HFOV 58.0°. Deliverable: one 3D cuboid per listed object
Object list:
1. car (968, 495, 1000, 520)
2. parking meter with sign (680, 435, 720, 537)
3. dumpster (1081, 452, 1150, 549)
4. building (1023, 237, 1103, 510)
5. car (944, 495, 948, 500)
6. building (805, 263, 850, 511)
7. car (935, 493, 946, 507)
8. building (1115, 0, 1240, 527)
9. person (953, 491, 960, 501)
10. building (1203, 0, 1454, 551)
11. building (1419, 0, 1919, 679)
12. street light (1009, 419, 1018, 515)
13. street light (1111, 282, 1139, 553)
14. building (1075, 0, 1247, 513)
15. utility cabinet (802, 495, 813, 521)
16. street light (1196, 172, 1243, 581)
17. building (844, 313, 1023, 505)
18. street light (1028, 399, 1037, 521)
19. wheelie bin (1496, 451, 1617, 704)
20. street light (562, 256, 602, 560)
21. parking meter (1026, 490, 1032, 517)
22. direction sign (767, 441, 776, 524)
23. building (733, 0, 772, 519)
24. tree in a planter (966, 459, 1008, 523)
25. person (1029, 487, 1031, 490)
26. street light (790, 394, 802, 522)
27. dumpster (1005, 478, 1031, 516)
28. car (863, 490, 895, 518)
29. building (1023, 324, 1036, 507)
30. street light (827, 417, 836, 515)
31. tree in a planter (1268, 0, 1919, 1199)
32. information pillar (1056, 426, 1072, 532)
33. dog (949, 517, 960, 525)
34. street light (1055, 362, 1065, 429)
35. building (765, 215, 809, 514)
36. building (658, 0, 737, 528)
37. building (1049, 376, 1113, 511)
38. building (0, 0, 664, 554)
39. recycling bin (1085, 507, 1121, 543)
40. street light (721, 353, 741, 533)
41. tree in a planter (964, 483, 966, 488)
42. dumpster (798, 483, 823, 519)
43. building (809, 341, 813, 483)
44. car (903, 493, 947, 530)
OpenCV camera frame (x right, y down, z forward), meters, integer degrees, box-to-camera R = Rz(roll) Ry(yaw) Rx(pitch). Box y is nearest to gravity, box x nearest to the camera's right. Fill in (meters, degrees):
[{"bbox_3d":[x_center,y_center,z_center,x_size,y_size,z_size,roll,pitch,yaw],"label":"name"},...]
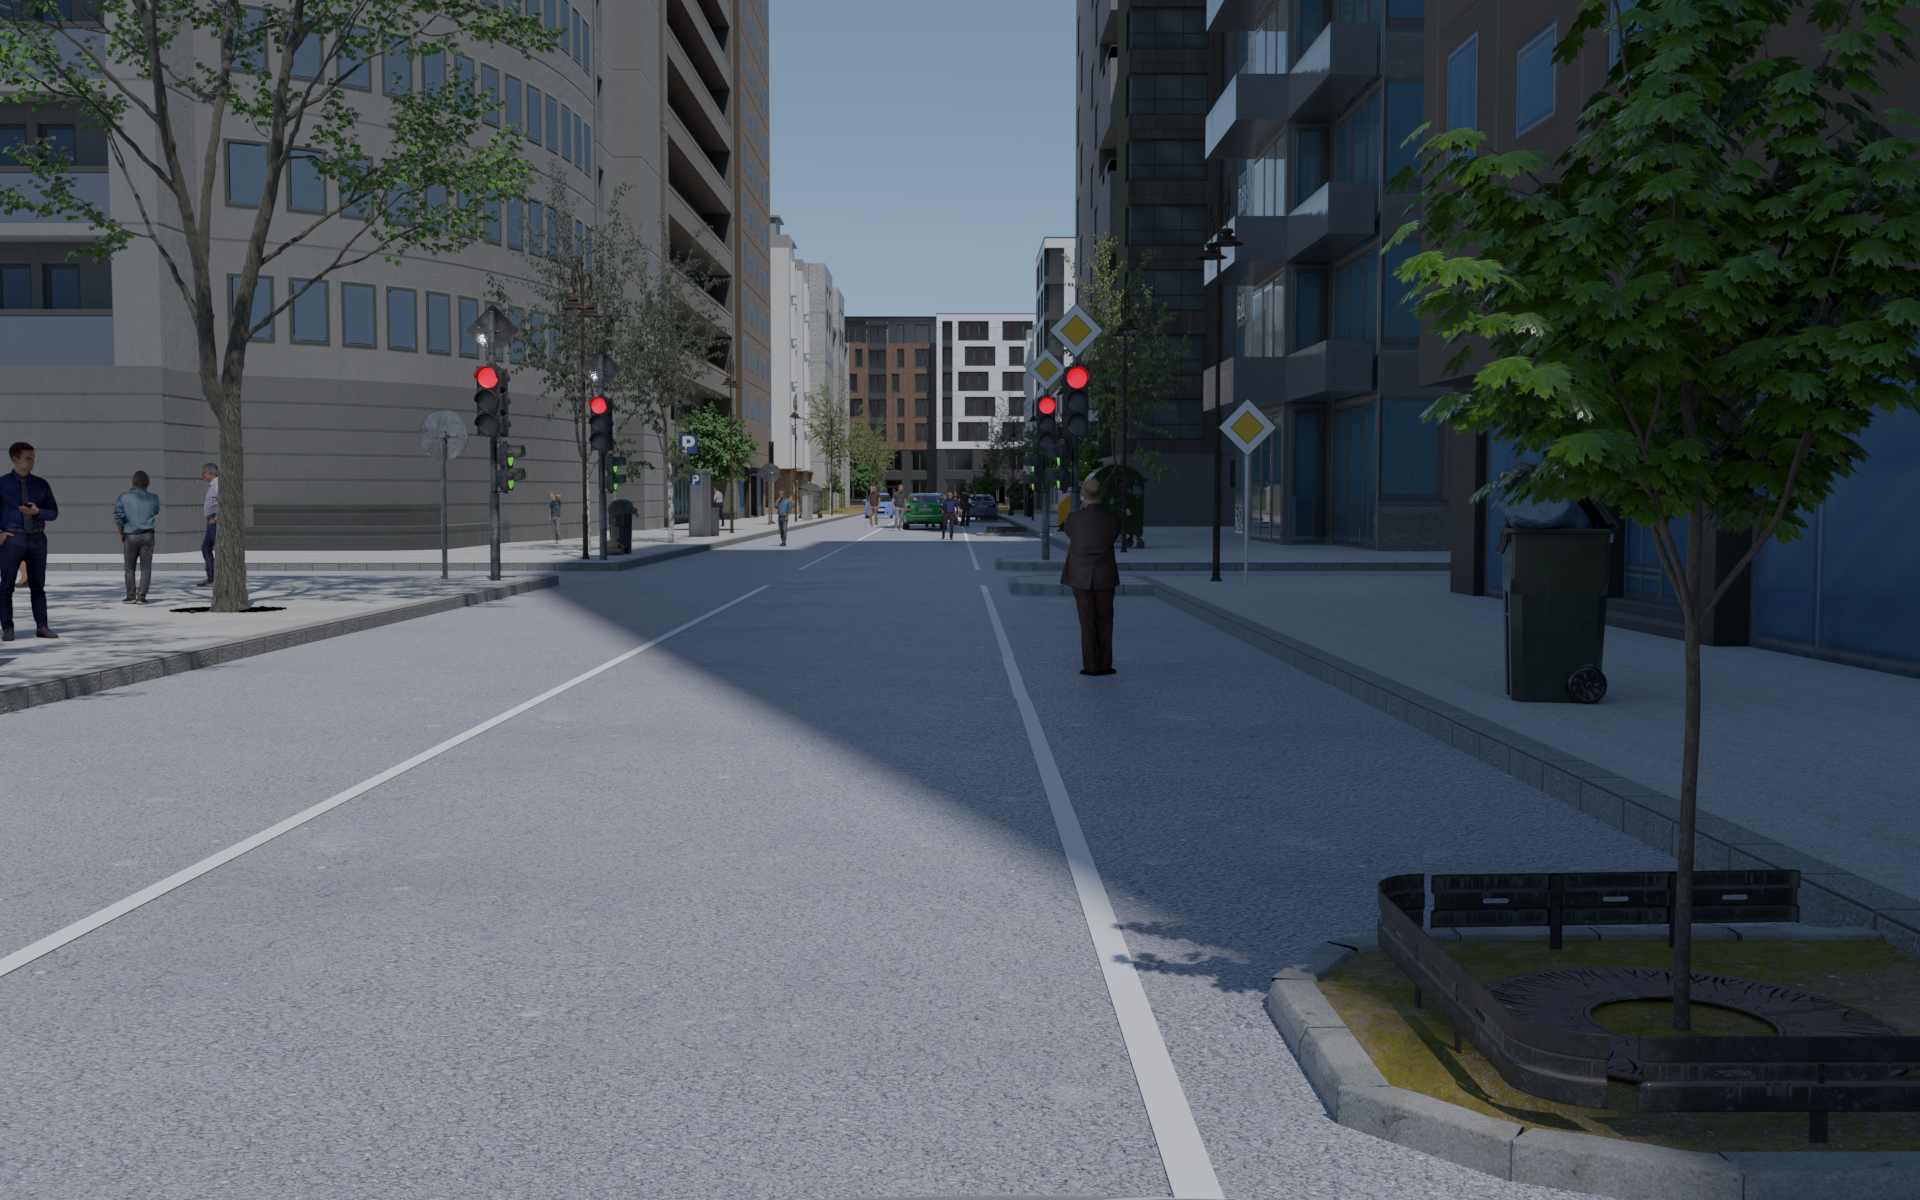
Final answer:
[{"bbox_3d":[1.173,-5.028,94.205,2.014,1.417,4.499,0,4,0],"label":"car"},{"bbox_3d":[-7.754,-3.402,51.881,0.543,3.016,1.738,1,4,16],"label":"parking meter with sign"},{"bbox_3d":[3.706,-2.379,41.391,1.502,2.255,1.985,0,4,0],"label":"dumpster"},{"bbox_3d":[20.553,-18.965,154.060,27.936,21.610,32.646,0,4,0],"label":"building"},{"bbox_3d":[-2.172,-10.152,177.988,2.014,1.417,4.499,0,4,-1],"label":"car"},{"bbox_3d":[-18.775,-17.250,148.499,16.747,18.905,31.486,0,4,0],"label":"building"},{"bbox_3d":[-1.662,-6.231,111.461,1.945,1.707,3.694,0,4,1],"label":"car"},{"bbox_3d":[13.541,-18.507,74.293,14.160,30.474,14.107,0,4,0],"label":"building"},{"bbox_3d":[-0.460,-10.121,174.693,1.217,1.735,0.721,0,4,4],"label":"person"},{"bbox_3d":[22.027,-26.131,46.856,30.456,49.044,23.786,0,4,0],"label":"building"},{"bbox_3d":[13.018,-22.299,14.695,14.600,45.320,14.200,0,4,0],"label":"building"},{"bbox_3d":[3.314,-8.238,107.482,0.468,5.910,1.993,0,4,0],"label":"street light"},{"bbox_3d":[3.606,-3.984,37.921,0.468,5.910,1.993,0,4,0],"label":"street light"},{"bbox_3d":[20.636,-30.897,94.412,28.713,52.752,27.495,0,4,0],"label":"building"},{"bbox_3d":[-7.378,-4.439,83.738,0.306,1.237,1.020,1,4,9],"label":"utility cabinet"},{"bbox_3d":[3.773,-3.214,25.336,0.468,5.910,1.993,0,4,0],"label":"street light"},{"bbox_3d":[-4.911,-22.359,209.545,32.646,21.610,27.936,0,4,0],"label":"building"},{"bbox_3d":[3.537,-6.798,83.936,0.468,5.910,1.993,0,4,0],"label":"street light"},{"bbox_3d":[3.700,-0.178,10.817,0.693,1.594,0.980,1,4,12],"label":"wheelie bin"},{"bbox_3d":[-7.356,-3.735,33.855,0.468,5.910,1.993,0,4,0],"label":"street light"},{"bbox_3d":[3.904,-5.426,97.128,0.372,1.533,0.369,0,3,0],"label":"parking meter"},{"bbox_3d":[-8.129,-5.056,74.660,0.379,3.537,0.876,-1,4,-19],"label":"direction sign"},{"bbox_3d":[-17.894,-27.101,93.215,14.600,45.320,14.200,0,4,0],"label":"building"},{"bbox_3d":[1.414,-5.548,87.925,1.991,3.239,1.994,0,4,0],"label":"tree in a planter"},{"bbox_3d":[4.632,-6.754,117.181,0.721,1.736,1.217,-1,4,-23],"label":"person"},{"bbox_3d":[-7.627,-6.576,80.305,0.468,5.910,1.993,0,4,0],"label":"street light"},{"bbox_3d":[3.460,-6.135,102.803,1.502,2.255,1.985,0,4,0],"label":"dumpster"},{"bbox_3d":[-4.804,-5.722,103.147,1.945,1.707,3.694,0,4,-2],"label":"car"},{"bbox_3d":[14.561,-19.549,176.047,16.016,20.091,11.380,0,4,0],"label":"building"},{"bbox_3d":[-7.715,-8.030,104.085,0.468,5.910,1.993,0,4,0],"label":"street light"},{"bbox_3d":[1.848,-0.435,4.327,1.991,3.239,1.994,0,4,0],"label":"tree in a planter"},{"bbox_3d":[3.572,-4.151,59.228,0.504,3.616,0.183,2,4,29],"label":"information pillar"},{"bbox_3d":[-0.164,-3.881,80.288,0.800,0.831,0.513,0,4,-6],"label":"dog"},{"bbox_3d":[3.614,-5.387,60.873,0.468,5.910,1.993,0,4,0],"label":"street light"},{"bbox_3d":[-18.780,-15.840,115.402,16.016,20.091,11.380,0,4,0],"label":"building"},{"bbox_3d":[-21.771,-27.580,74.634,21.300,48.544,21.600,0,4,0],"label":"building"},{"bbox_3d":[11.646,-11.112,123.821,9.099,9.664,28.070,0,4,0],"label":"building"},{"bbox_3d":[-21.538,-31.023,49.228,21.231,58.520,28.212,0,4,0],"label":"building"},{"bbox_3d":[3.781,-2.031,45.754,0.722,1.027,0.722,-2,4,-34],"label":"recycling bin"},{"bbox_3d":[-7.502,-5.138,56.786,0.468,5.910,1.993,0,4,0],"label":"street light"},{"bbox_3d":[1.155,-8.478,135.841,1.991,3.239,1.994,0,4,0],"label":"tree in a planter"},{"bbox_3d":[-7.872,-5.221,91.115,1.264,1.857,1.865,0,4,0],"label":"dumpster"},{"bbox_3d":[-18.974,-16.553,127.067,16.016,20.091,11.380,0,4,0],"label":"building"},{"bbox_3d":[-1.439,-3.787,70.710,1.959,1.807,4.718,0,4,-1],"label":"car"}]
